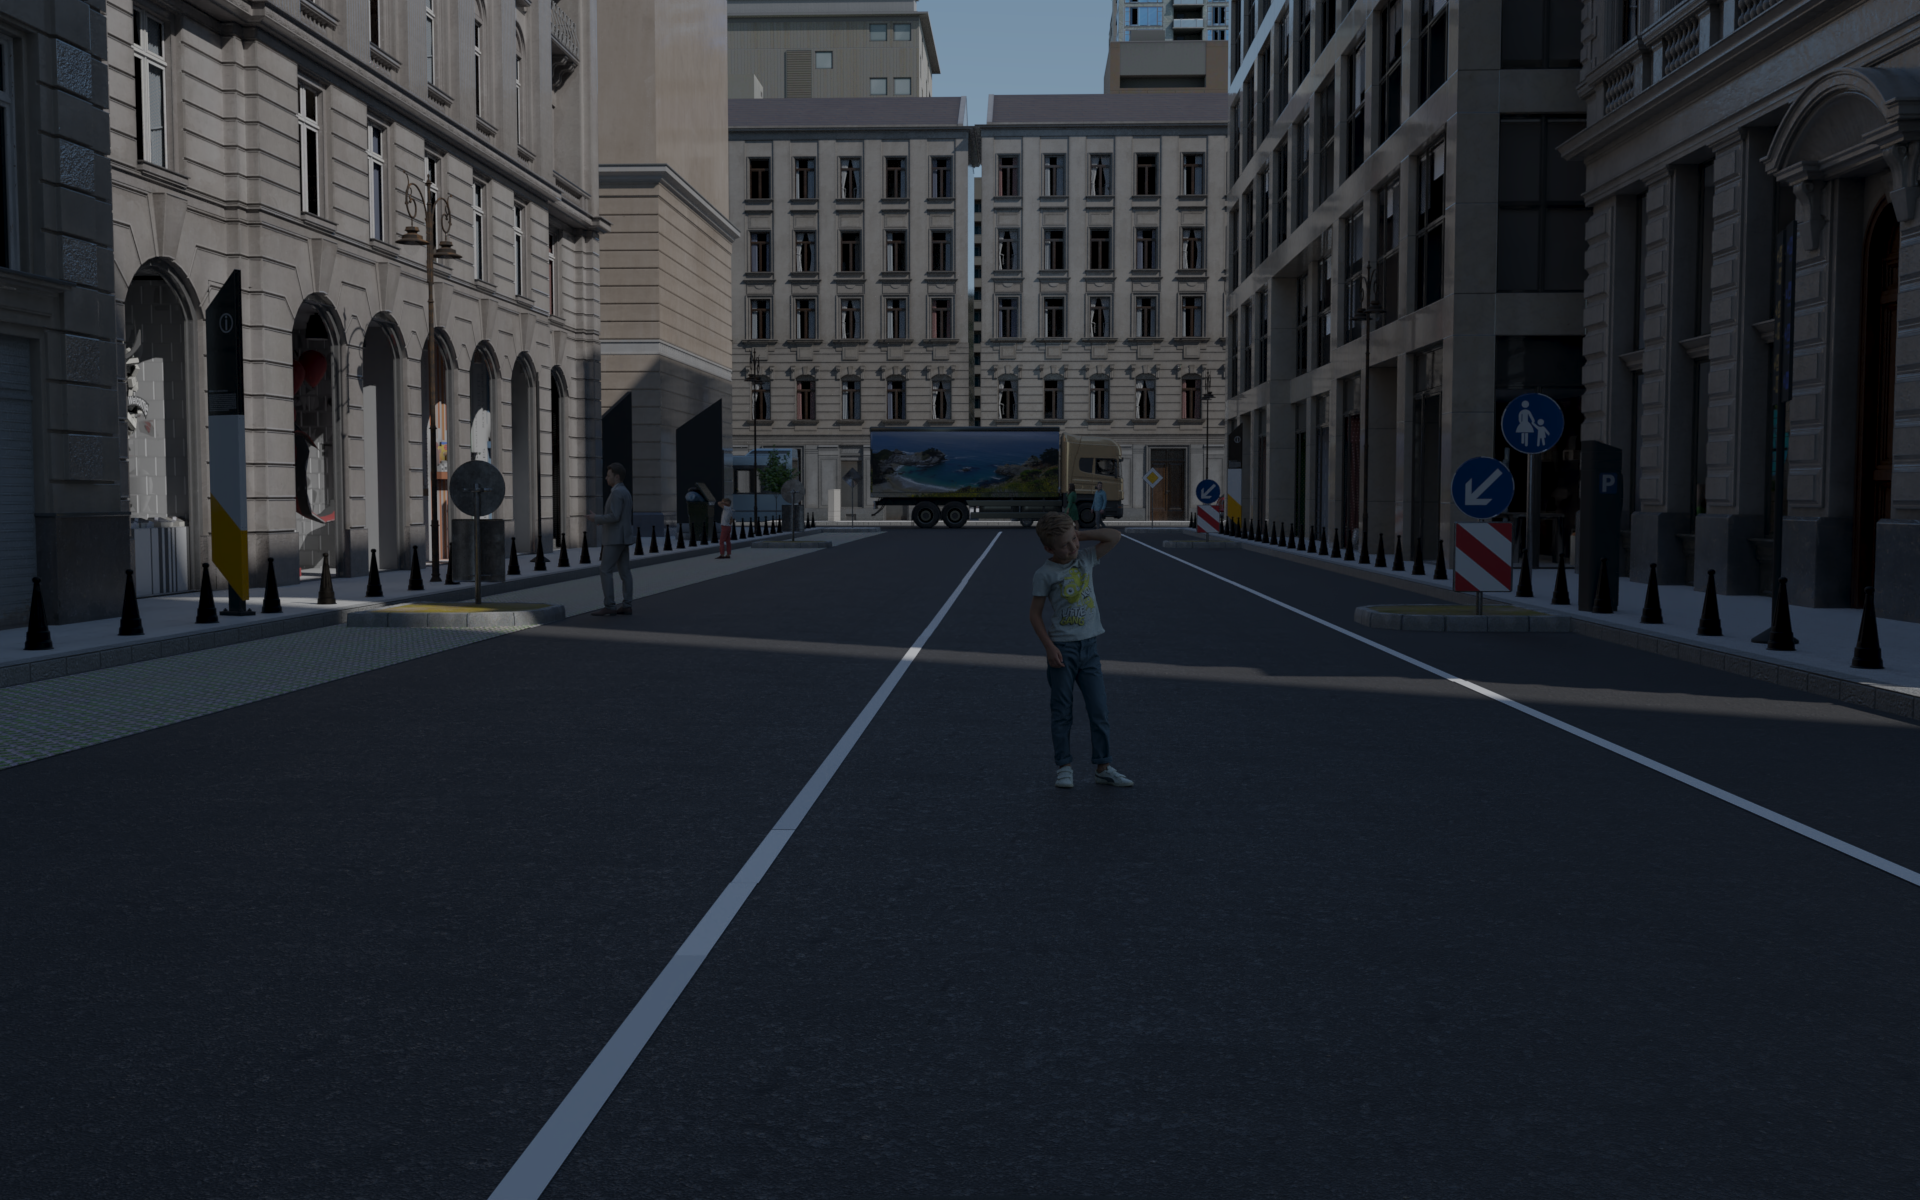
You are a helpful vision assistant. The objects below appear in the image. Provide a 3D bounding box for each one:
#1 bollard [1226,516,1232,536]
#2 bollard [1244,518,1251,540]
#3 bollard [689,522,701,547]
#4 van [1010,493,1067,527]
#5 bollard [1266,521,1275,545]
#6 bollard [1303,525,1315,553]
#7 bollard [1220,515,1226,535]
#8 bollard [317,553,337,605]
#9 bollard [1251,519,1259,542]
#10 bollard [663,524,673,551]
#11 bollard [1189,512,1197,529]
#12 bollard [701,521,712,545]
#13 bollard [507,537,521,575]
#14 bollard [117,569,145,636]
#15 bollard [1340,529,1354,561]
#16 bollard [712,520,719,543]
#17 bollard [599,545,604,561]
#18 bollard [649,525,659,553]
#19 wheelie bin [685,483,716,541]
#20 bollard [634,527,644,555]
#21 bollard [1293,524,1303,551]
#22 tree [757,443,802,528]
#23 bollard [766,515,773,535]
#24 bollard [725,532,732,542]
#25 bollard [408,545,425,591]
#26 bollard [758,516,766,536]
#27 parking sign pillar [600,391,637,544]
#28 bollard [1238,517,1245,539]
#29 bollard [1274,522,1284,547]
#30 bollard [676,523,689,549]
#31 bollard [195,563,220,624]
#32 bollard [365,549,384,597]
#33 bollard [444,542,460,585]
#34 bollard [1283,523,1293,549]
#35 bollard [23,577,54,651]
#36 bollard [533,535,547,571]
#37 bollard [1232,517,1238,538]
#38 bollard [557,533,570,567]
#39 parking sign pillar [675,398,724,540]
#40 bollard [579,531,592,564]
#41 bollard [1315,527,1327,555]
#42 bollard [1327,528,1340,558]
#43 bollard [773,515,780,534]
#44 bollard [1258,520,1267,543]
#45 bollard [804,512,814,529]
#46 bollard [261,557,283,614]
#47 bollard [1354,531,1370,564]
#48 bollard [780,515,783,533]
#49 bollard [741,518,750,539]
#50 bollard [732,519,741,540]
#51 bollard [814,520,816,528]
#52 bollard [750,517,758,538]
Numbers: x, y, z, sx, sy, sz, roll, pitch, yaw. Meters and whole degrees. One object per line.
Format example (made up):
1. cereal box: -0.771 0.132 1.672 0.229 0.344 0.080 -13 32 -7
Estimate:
1. bollard: 8.256 -2.228 52.463 0.229 0.601 0.229 0 3 0
2. bollard: 8.085 -1.957 48.044 0.229 0.601 0.229 0 3 0
3. bollard: -6.508 -1.599 42.183 0.229 0.601 0.229 0 3 0
4. van: 4.216 -4.221 76.029 4.112 2.044 2.013 0 4 2
5. bollard: 7.912 -1.688 43.644 0.229 0.601 0.229 0 3 0
6. bollard: 7.678 -1.328 37.760 0.229 0.601 0.229 0 3 0
7. bollard: 8.317 -2.317 53.928 0.229 0.601 0.229 0 3 0
8. bollard: -7.377 -0.252 20.155 0.229 0.601 0.229 0 3 0
9. bollard: 8.027 -1.868 46.579 0.229 0.601 0.229 0 3 0
10. bollard: -6.621 -1.419 39.242 0.229 0.601 0.229 0 3 0
11. bollard: 8.781 -3.036 65.677 0.229 0.601 0.229 0 3 0
12. bollard: -6.447 -1.688 43.648 0.229 0.601 0.229 0 3 0
13. bollard: -7.089 -0.701 27.505 0.229 0.601 0.229 0 3 0
14. bollard: -7.545 0.018 15.750 0.229 0.601 0.229 0 3 0
15. bollard: 7.504 -1.059 33.355 0.229 0.601 0.229 0 3 0
16. bollard: -6.392 -1.779 45.131 0.229 0.601 0.229 0 3 0
17. bollard: -6.852 -1.060 33.378 0.229 0.601 0.229 0 3 0
18. bollard: -6.680 -1.329 37.777 0.229 0.601 0.229 0 3 0
19. wheelie bin: -7.113 -2.417 47.421 0.693 1.594 0.980 1 4 10
20. bollard: -6.734 -1.240 36.309 0.229 0.601 0.229 0 3 0
21. bollard: 7.741 -1.419 39.243 0.229 0.601 0.229 0 3 0
22. tree: -7.160 -4.392 66.410 1.663 3.219 1.824 0 3 0
23. bollard: -6.043 -2.319 53.953 0.229 0.601 0.229 0 3 0
24. bollard: -6.331 -1.869 46.596 0.229 0.601 0.229 0 3 0
25. bollard: -7.257 -0.431 23.086 0.229 0.601 0.229 0 3 0
26. bollard: -6.097 -2.229 52.477 0.229 0.601 0.229 0 3 0
27. parking sign pillar: -9.113 -3.460 45.048 1.447 3.967 1.447 2 4 32
28. bollard: 8.142 -2.047 49.509 0.229 0.601 0.229 0 3 0
29. bollard: 7.853 -1.599 42.179 0.229 0.601 0.229 0 3 0
30. bollard: -6.564 -1.509 40.710 0.229 0.601 0.229 0 3 0
31. bollard: -7.491 -0.072 17.215 0.229 0.601 0.229 0 3 0
32. bollard: -7.316 -0.341 21.621 0.229 0.601 0.229 0 3 0
33. bollard: -7.199 -0.520 24.551 0.229 0.601 0.229 0 3 0
34. bollard: 7.798 -1.509 40.710 0.229 0.601 0.229 0 3 0
35. bollard: -7.608 0.107 14.285 0.229 0.601 0.229 0 3 0
36. bollard: -7.025 -0.791 28.976 0.229 0.601 0.229 0 3 0
37. bollard: 8.197 -2.137 50.977 0.229 0.601 0.229 0 3 0
38. bollard: -6.969 -0.881 30.448 0.229 0.601 0.229 0 3 0
39. parking sign pillar: -7.340 -3.698 48.931 1.447 3.967 1.447 0 4 1
40. bollard: -6.909 -0.971 31.913 0.229 0.601 0.229 0 3 0
41. bollard: 7.622 -1.239 36.294 0.229 0.601 0.229 0 3 0
42. bollard: 7.565 -1.149 34.822 0.229 0.601 0.229 0 3 0
43. bollard: -5.982 -2.408 55.418 0.229 0.601 0.229 0 3 0
44. bollard: 7.964 -1.778 45.109 0.229 0.601 0.229 0 3 0
45. bollard: -5.637 -2.948 64.236 0.229 0.601 0.229 0 3 0
46. bollard: -7.432 -0.162 18.690 0.229 0.601 0.229 0 3 0
47. bollard: 7.447 -0.968 31.871 0.229 0.601 0.229 0 3 0
48. bollard: -5.927 -2.499 56.901 0.229 0.601 0.229 0 3 0
49. bollard: -6.213 -2.048 49.533 0.229 0.601 0.229 0 3 0
50. bollard: -6.275 -1.958 48.062 0.229 0.601 0.229 0 3 0
51. bollard: -5.579 -3.038 65.713 0.229 0.601 0.229 0 3 0
52. bollard: -6.158 -2.138 51.003 0.229 0.601 0.229 0 3 0
